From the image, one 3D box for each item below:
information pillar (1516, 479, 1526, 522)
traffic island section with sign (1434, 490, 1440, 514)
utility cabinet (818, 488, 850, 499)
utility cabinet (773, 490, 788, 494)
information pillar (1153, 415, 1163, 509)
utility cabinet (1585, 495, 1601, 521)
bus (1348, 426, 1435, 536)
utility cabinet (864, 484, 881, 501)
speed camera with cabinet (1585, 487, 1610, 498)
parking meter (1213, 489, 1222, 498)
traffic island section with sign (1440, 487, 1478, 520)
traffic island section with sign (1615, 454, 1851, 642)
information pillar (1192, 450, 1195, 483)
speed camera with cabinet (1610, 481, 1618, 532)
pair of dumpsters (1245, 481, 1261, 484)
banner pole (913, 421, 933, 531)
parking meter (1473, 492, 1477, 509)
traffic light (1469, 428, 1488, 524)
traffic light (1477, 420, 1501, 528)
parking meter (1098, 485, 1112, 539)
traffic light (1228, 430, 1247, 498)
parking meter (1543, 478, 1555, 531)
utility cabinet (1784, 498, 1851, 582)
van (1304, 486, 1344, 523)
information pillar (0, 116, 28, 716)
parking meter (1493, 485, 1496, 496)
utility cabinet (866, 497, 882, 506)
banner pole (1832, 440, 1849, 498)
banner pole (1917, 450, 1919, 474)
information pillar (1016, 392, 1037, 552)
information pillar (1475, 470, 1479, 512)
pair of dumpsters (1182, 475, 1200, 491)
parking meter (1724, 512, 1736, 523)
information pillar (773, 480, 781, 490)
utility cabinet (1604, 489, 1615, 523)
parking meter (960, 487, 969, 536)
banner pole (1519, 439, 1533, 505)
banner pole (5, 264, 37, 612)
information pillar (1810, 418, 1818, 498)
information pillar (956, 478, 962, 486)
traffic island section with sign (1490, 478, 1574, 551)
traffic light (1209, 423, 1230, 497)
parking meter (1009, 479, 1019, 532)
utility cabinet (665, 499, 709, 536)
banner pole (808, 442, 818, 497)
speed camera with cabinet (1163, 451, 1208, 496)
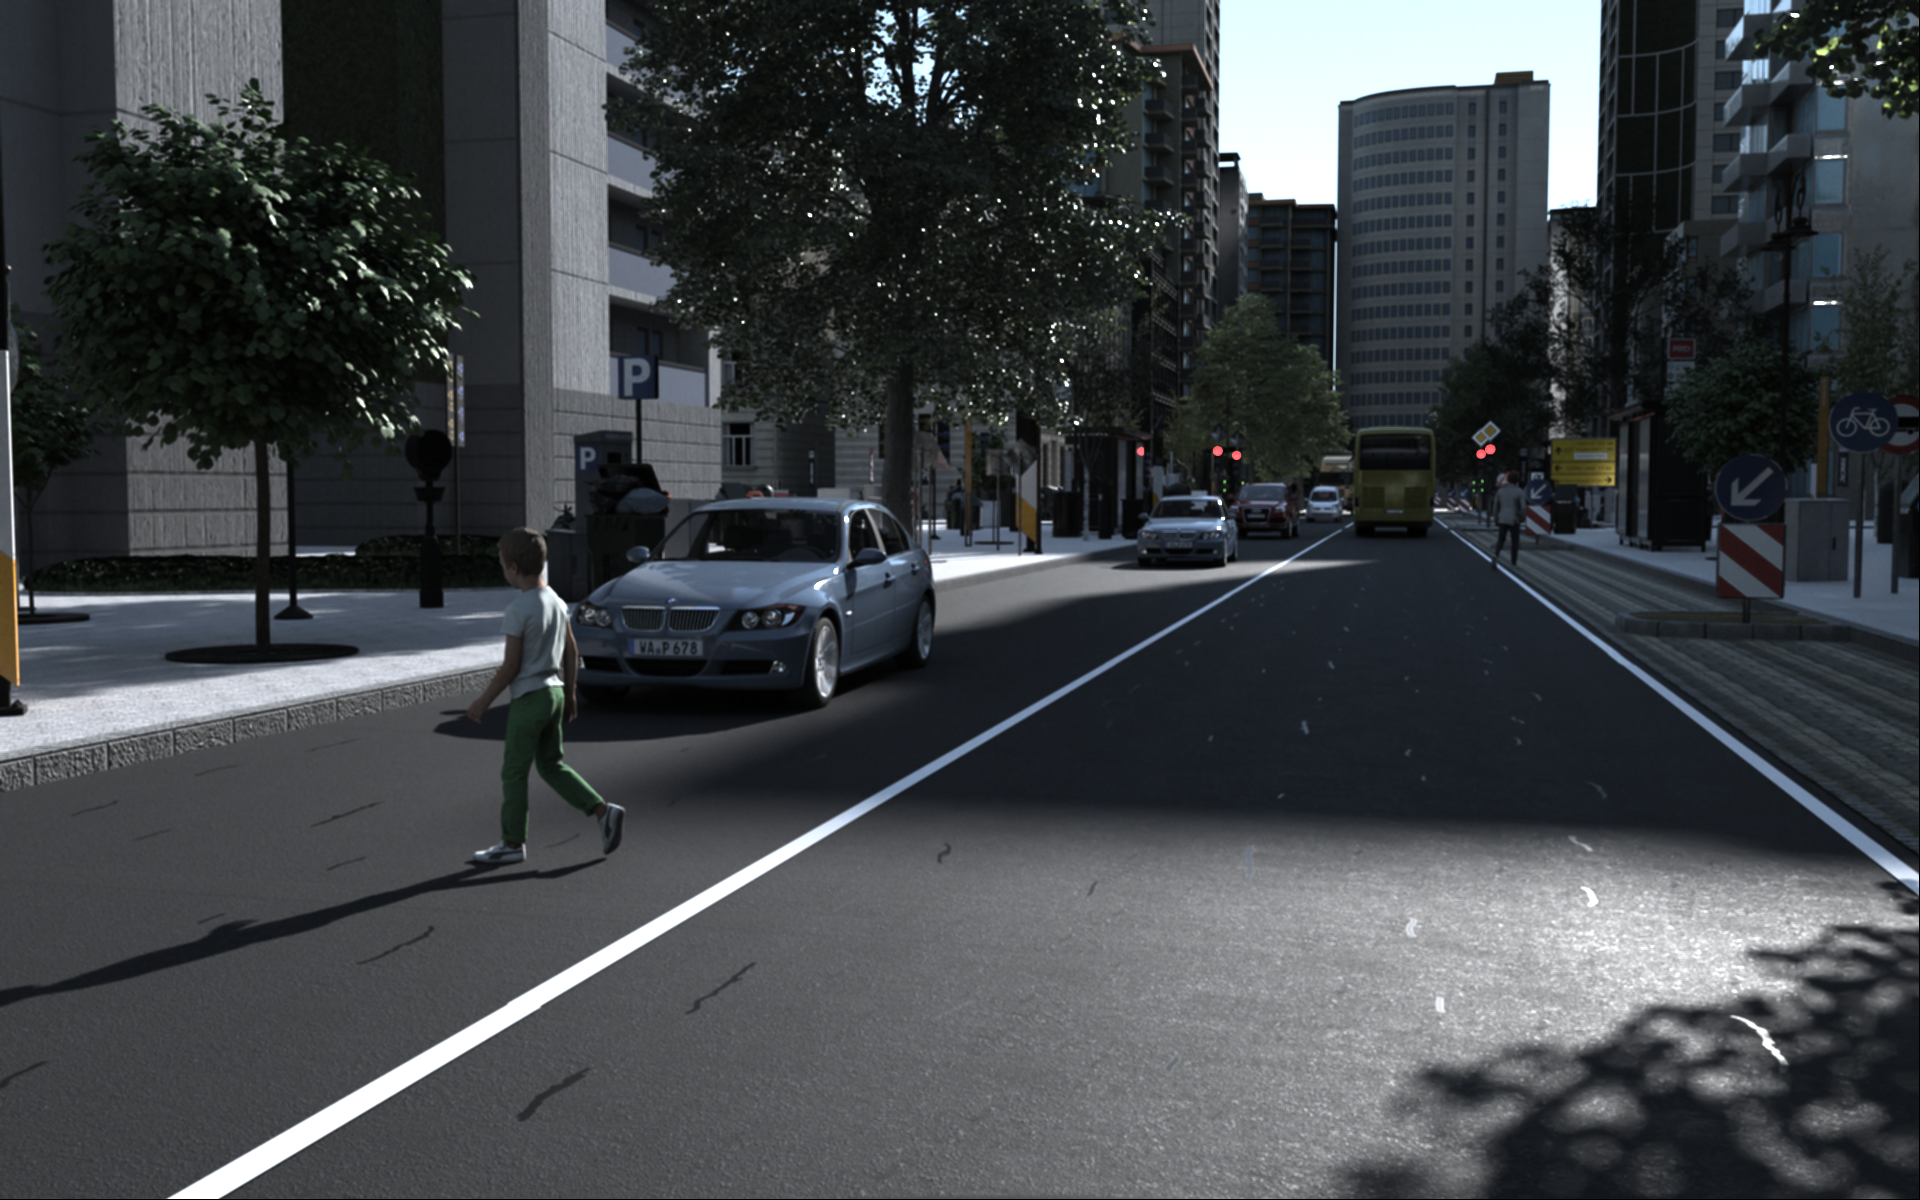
[{"bbox_3d":[25.846,-4.607,79.809,0.304,2.012,0.304,-3,4,-36],"label":"information pillar"},{"bbox_3d":[35.108,-7.074,124.286,1.989,1.847,2.006,1,4,14],"label":"traffic island section with sign"},{"bbox_3d":[-4.714,-3.422,64.630,1.173,1.500,0.318,-2,4,-24],"label":"utility cabinet"},{"bbox_3d":[-9.085,-4.789,86.976,0.318,1.500,1.173,2,4,30],"label":"utility cabinet"},{"bbox_3d":[5.861,-3.661,51.216,0.183,3.616,0.504,2,4,34],"label":"information pillar"},{"bbox_3d":[30.113,-4.389,82.922,1.020,1.237,0.306,0,4,8],"label":"utility cabinet"},{"bbox_3d":[15.322,-4.293,61.739,2.896,3.916,12.252,1,4,12],"label":"bus"},{"bbox_3d":[-1.799,-1.911,39.928,0.318,1.500,1.173,2,4,25],"label":"utility cabinet"},{"bbox_3d":[36.456,-6.483,100.338,2.038,3.252,0.660,0,4,-3],"label":"speed camera with cabinet"},{"bbox_3d":[11.675,-4.290,78.545,0.372,1.533,0.369,0,3,0],"label":"parking meter"},{"bbox_3d":[28.339,-5.457,97.853,1.989,1.847,2.006,1,4,14],"label":"traffic island section with sign"},{"bbox_3d":[7.886,-0.565,17.872,1.989,1.847,2.006,1,4,14],"label":"traffic island section with sign"},{"bbox_3d":[12.526,-6.214,92.960,0.183,3.616,0.504,0,4,0],"label":"information pillar"},{"bbox_3d":[22.396,-3.847,57.234,0.660,3.252,2.038,0,4,-6],"label":"speed camera with cabinet"},{"bbox_3d":[20.890,-7.389,123.302,1.574,2.255,4.437,1,4,14],"label":"pair of dumpsters"},{"bbox_3d":[-1.332,-4.246,59.435,0.863,3.779,0.401,0,4,-2],"label":"banner pole"},{"bbox_3d":[43.049,-8.348,144.900,0.372,1.533,0.369,0,3,0],"label":"parking meter"},{"bbox_3d":[22.191,-5.199,73.917,0.839,4.253,0.868,1,4,14],"label":"traffic light"},{"bbox_3d":[20.212,-4.725,66.180,0.839,4.253,0.868,1,4,14],"label":"traffic light"},{"bbox_3d":[4.140,-2.507,49.400,0.372,1.533,0.369,0,3,0],"label":"parking meter"},{"bbox_3d":[12.244,-5.353,76.435,0.839,4.253,0.868,1,4,14],"label":"traffic light"},{"bbox_3d":[20.765,-3.385,61.061,0.399,1.863,0.255,2,4,26],"label":"parking meter"},{"bbox_3d":[12.650,-0.881,25.566,1.020,1.237,0.306,-1,4,-22],"label":"utility cabinet"},{"bbox_3d":[18.624,-4.980,88.438,2.013,2.044,4.112,1,4,15],"label":"van"},{"bbox_3d":[-5.697,-1.136,9.923,0.504,3.616,0.183,-1,4,-21],"label":"information pillar"},{"bbox_3d":[34.120,-6.433,110.893,0.255,1.863,0.399,2,4,28],"label":"parking meter"},{"bbox_3d":[-1.575,-1.426,34.470,0.306,1.237,1.020,1,4,13],"label":"utility cabinet"},{"bbox_3d":[35.998,-4.948,70.919,0.863,3.779,0.401,0,4,-7],"label":"banner pole"},{"bbox_3d":[39.901,-5.011,71.949,0.863,3.779,0.401,-2,4,-32],"label":"banner pole"},{"bbox_3d":[1.488,-2.871,38.292,0.504,3.616,0.183,0,4,1],"label":"information pillar"},{"bbox_3d":[36.871,-8.075,123.382,0.183,3.616,0.504,-1,4,-14],"label":"information pillar"},{"bbox_3d":[11.016,-5.141,86.546,1.574,2.255,4.437,1,4,14],"label":"pair of dumpsters"},{"bbox_3d":[26.278,-3.097,59.047,0.372,1.533,0.369,0,3,0],"label":"parking meter"},{"bbox_3d":[-9.704,-5.352,92.004,0.304,2.012,0.304,2,4,27],"label":"information pillar"},{"bbox_3d":[28.362,-4.086,75.481,0.318,1.500,1.173,2,4,30],"label":"utility cabinet"},{"bbox_3d":[0.194,-2.744,53.268,0.372,1.533,0.369,0,3,0],"label":"parking meter"},{"bbox_3d":[25.819,-5.441,78.978,0.863,3.779,0.401,-1,4,-20],"label":"banner pole"},{"bbox_3d":[-10.518,-1.781,19.131,0.401,3.779,0.863,-2,4,-35],"label":"banner pole"},{"bbox_3d":[23.155,-3.385,46.699,0.183,3.616,0.504,-1,4,-13],"label":"information pillar"},{"bbox_3d":[-0.051,-4.628,80.164,0.304,2.012,0.304,0,4,1],"label":"information pillar"},{"bbox_3d":[14.769,-2.210,44.760,1.989,1.847,2.006,1,4,14],"label":"traffic island section with sign"},{"bbox_3d":[10.266,-4.879,68.698,0.839,4.253,0.868,1,4,14],"label":"traffic light"},{"bbox_3d":[1.897,-3.264,59.073,0.399,1.863,0.255,1,4,10],"label":"parking meter"},{"bbox_3d":[-3.817,-0.795,24.152,0.306,1.237,1.020,-2,4,-30],"label":"utility cabinet"},{"bbox_3d":[-7.060,-5.723,83.591,0.401,3.779,0.863,2,4,31],"label":"banner pole"},{"bbox_3d":[10.472,-5.280,80.662,2.038,3.252,0.660,0,4,-7],"label":"speed camera with cabinet"}]
